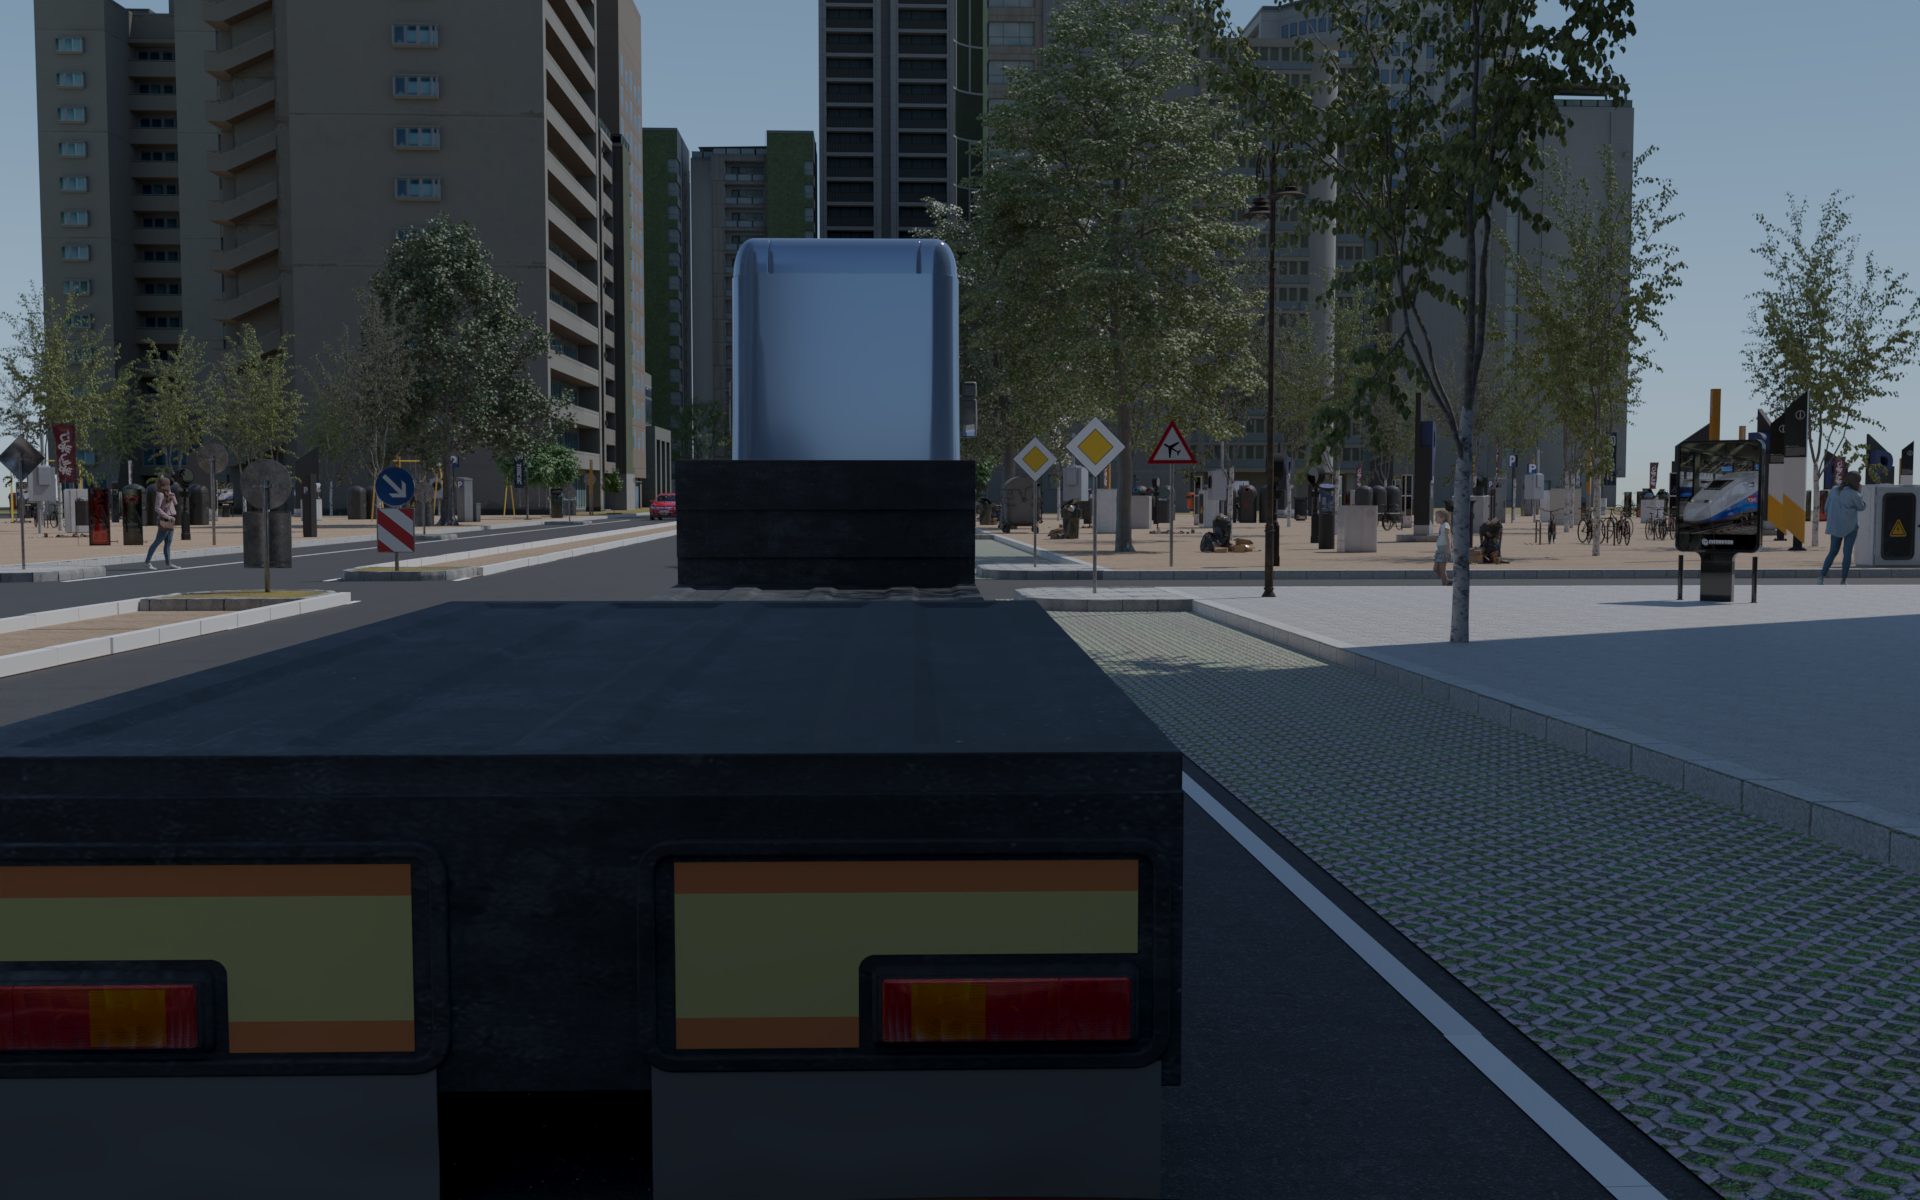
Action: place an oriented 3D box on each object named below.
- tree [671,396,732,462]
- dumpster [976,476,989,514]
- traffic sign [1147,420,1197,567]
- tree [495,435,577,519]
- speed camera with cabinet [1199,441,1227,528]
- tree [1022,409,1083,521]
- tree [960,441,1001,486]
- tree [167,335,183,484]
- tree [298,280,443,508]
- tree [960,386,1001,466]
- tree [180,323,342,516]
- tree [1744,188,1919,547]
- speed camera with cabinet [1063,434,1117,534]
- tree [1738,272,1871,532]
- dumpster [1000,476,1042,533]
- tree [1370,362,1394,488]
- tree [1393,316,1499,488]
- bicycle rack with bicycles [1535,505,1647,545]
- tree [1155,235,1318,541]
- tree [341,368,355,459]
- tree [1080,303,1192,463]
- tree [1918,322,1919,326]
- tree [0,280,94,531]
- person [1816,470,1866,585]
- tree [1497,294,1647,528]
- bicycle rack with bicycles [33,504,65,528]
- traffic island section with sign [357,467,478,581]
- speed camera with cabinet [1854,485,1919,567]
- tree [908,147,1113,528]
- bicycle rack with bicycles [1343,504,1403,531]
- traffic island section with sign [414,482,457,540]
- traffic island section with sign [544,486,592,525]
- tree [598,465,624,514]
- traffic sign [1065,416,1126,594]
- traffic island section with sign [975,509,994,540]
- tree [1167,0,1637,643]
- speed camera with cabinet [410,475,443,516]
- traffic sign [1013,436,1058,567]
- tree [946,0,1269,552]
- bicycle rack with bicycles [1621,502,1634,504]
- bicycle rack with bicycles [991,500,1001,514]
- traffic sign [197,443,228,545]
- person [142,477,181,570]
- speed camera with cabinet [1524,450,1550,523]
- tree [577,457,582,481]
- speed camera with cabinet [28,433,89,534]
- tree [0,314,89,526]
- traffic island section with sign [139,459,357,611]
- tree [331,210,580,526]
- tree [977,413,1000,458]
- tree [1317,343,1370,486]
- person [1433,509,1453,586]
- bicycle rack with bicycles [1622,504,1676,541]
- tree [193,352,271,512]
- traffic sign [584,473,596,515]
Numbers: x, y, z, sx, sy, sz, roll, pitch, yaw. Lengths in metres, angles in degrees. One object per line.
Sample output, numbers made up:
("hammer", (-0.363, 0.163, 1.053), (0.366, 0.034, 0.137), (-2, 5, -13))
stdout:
("tree", (-27.053, -15.660, 181.793), (9.928, 11.665, 9.643), (0, 3, 0))
("dumpster", (0.621, -4.962, 83.620), (1.502, 2.255, 1.985), (0, 4, -3))
("traffic sign", (3.732, -1.868, 30.540), (0.884, 2.594, 0.081), (0, 4, 0))
("tree", (-22.259, -6.437, 88.967), (4.285, 4.588, 4.351), (0, 3, 0))
("speed camera with cabinet", (9.593, -4.373, 65.833), (0.660, 3.252, 2.038), (0, 4, -6))
("tree", (4.510, -8.115, 83.042), (4.360, 8.622, 3.978), (0, 3, 0))
("tree", (0.508, -6.613, 91.844), (4.285, 4.588, 4.351), (0, 3, 0))
("tree", (-35.326, -7.818, 78.188), (4.737, 8.622, 4.395), (0, 3, 0))
("tree", (-20.162, -6.676, 59.514), (4.360, 8.622, 3.978), (0, 3, 0))
("tree", (1.019, -9.154, 100.036), (4.737, 8.622, 4.395), (0, 3, 0))
("tree", (-29.852, -7.578, 74.259), (4.737, 8.622, 4.395), (0, 3, 0))
("tree", (20.956, -5.596, 41.851), (4.737, 8.622, 4.395), (0, 3, 0))
("speed camera with cabinet", (4.397, -3.800, 56.464), (2.038, 3.252, 0.660), (2, 4, 29))
("tree", (28.202, -6.608, 58.400), (4.360, 8.622, 3.978), (0, 3, 0))
("dumpster", (2.025, -3.143, 57.147), (1.264, 1.857, 1.865), (0, 4, -3))
("tree", (22.425, -8.611, 91.148), (4.360, 8.622, 3.978), (0, 3, 0))
("tree", (20.964, -7.389, 71.168), (4.360, 8.622, 3.978), (0, 3, 0))
("bicycle rack with bicycles", (15.911, -1.902, 44.483), (2.852, 0.926, 2.925), (1, 4, 16))
("tree", (7.458, -5.964, 47.874), (4.360, 8.622, 3.978), (0, 3, 0))
("tree", (-36.853, -9.232, 101.312), (4.737, 8.622, 4.395), (0, 3, 0))
("tree", (9.134, -10.200, 92.533), (9.928, 11.665, 9.643), (0, 3, 0))
("tree", (21.154, -5.101, 33.759), (4.360, 8.622, 3.978), (0, 3, 0))
("tree", (-31.195, -6.724, 60.295), (4.737, 8.622, 4.395), (0, 3, 0))
("person", (13.570, -1.096, 26.689), (0.793, 1.790, 0.793), (2, 4, 27))
("tree", (23.132, -6.990, 64.647), (4.360, 8.622, 3.978), (0, 3, 0))
("bicycle rack with bicycles", (-33.941, -3.213, 65.922), (2.852, 0.926, 2.925), (-2, 4, -30))
("traffic island section with sign", (-9.418, -1.303, 29.433), (2.006, 1.907, 1.989), (0, 4, -3))
("speed camera with cabinet", (16.961, -2.220, 30.634), (2.038, 3.252, 0.660), (0, 4, -8))
("tree", (1.789, -9.659, 64.584), (9.857, 13.997, 8.962), (0, 3, 0))
("bicycle rack with bicycles", (14.571, -2.929, 61.272), (2.925, 0.926, 2.852), (-2, 4, -30))
("traffic island section with sign", (-16.936, -2.803, 54.460), (1.989, 1.847, 2.006), (0, 4, -3))
("traffic island section with sign", (-18.372, -4.449, 81.377), (1.989, 1.847, 2.006), (0, 4, -3))
("tree", (-22.726, -7.294, 113.852), (1.663, 3.219, 1.824), (0, 3, 0))
("traffic sign", (1.735, -1.141, 22.291), (0.795, 2.450, 0.064), (0, 4, -3))
("traffic island section with sign", (0.033, -2.831, 54.907), (1.989, 1.847, 2.006), (0, 4, -3))
("tree", (4.170, -3.950, 14.939), (4.737, 8.622, 4.395), (0, 3, 0))
("speed camera with cabinet", (-30.954, -6.462, 99.993), (2.038, 3.252, 0.660), (-1, 4, -20))
("traffic sign", (1.311, -1.628, 30.264), (0.795, 2.450, 0.064), (0, 4, -3))
("tree", (3.252, -7.341, 38.153), (7.486, 12.596, 7.792), (0, 3, 0))
("bicycle rack with bicycles", (41.687, -5.692, 106.449), (2.925, 0.926, 2.852), (2, 4, 28))
("bicycle rack with bicycles", (2.377, -5.502, 103.342), (2.925, 0.926, 2.852), (-2, 4, -33))
("traffic sign", (-18.711, -2.647, 43.378), (0.768, 2.556, 0.104), (0, 4, -1))
("person", (-15.185, -1.456, 32.893), (0.643, 1.750, 0.593), (-1, 4, -16))
("speed camera with cabinet", (26.404, -5.134, 78.271), (2.038, 3.252, 0.660), (-2, 4, -32))
("tree", (-22.779, -6.909, 96.674), (4.285, 4.588, 4.351), (0, 3, 0))
("speed camera with cabinet", (-29.298, -3.812, 56.667), (2.038, 3.252, 0.660), (-3, 5, -43))
("tree", (-37.544, -7.334, 70.277), (4.360, 8.622, 3.978), (0, 3, 0))
("traffic island section with sign", (-9.034, -0.850, 22.036), (2.006, 1.907, 1.989), (0, 4, -3))
("tree", (-20.862, -9.383, 70.415), (9.611, 12.733, 9.660), (0, 3, 0))
("tree", (-0.845, -10.675, 108.953), (8.767, 10.594, 7.601), (-2, 4, -31))
("tree", (12.959, -7.156, 67.357), (4.360, 8.622, 3.978), (0, 3, 0))
("person", (6.995, -0.693, 24.839), (0.382, 1.210, 0.505), (0, 4, 2))
("bicycle rack with bicycles", (19.388, -2.192, 49.229), (2.852, 0.926, 2.925), (3, 5, 44))
("tree", (-37.020, -8.488, 89.138), (4.360, 8.622, 3.978), (0, 3, 0))
("traffic sign", (-22.381, -6.396, 104.686), (0.768, 2.556, 0.104), (0, 4, 5))
